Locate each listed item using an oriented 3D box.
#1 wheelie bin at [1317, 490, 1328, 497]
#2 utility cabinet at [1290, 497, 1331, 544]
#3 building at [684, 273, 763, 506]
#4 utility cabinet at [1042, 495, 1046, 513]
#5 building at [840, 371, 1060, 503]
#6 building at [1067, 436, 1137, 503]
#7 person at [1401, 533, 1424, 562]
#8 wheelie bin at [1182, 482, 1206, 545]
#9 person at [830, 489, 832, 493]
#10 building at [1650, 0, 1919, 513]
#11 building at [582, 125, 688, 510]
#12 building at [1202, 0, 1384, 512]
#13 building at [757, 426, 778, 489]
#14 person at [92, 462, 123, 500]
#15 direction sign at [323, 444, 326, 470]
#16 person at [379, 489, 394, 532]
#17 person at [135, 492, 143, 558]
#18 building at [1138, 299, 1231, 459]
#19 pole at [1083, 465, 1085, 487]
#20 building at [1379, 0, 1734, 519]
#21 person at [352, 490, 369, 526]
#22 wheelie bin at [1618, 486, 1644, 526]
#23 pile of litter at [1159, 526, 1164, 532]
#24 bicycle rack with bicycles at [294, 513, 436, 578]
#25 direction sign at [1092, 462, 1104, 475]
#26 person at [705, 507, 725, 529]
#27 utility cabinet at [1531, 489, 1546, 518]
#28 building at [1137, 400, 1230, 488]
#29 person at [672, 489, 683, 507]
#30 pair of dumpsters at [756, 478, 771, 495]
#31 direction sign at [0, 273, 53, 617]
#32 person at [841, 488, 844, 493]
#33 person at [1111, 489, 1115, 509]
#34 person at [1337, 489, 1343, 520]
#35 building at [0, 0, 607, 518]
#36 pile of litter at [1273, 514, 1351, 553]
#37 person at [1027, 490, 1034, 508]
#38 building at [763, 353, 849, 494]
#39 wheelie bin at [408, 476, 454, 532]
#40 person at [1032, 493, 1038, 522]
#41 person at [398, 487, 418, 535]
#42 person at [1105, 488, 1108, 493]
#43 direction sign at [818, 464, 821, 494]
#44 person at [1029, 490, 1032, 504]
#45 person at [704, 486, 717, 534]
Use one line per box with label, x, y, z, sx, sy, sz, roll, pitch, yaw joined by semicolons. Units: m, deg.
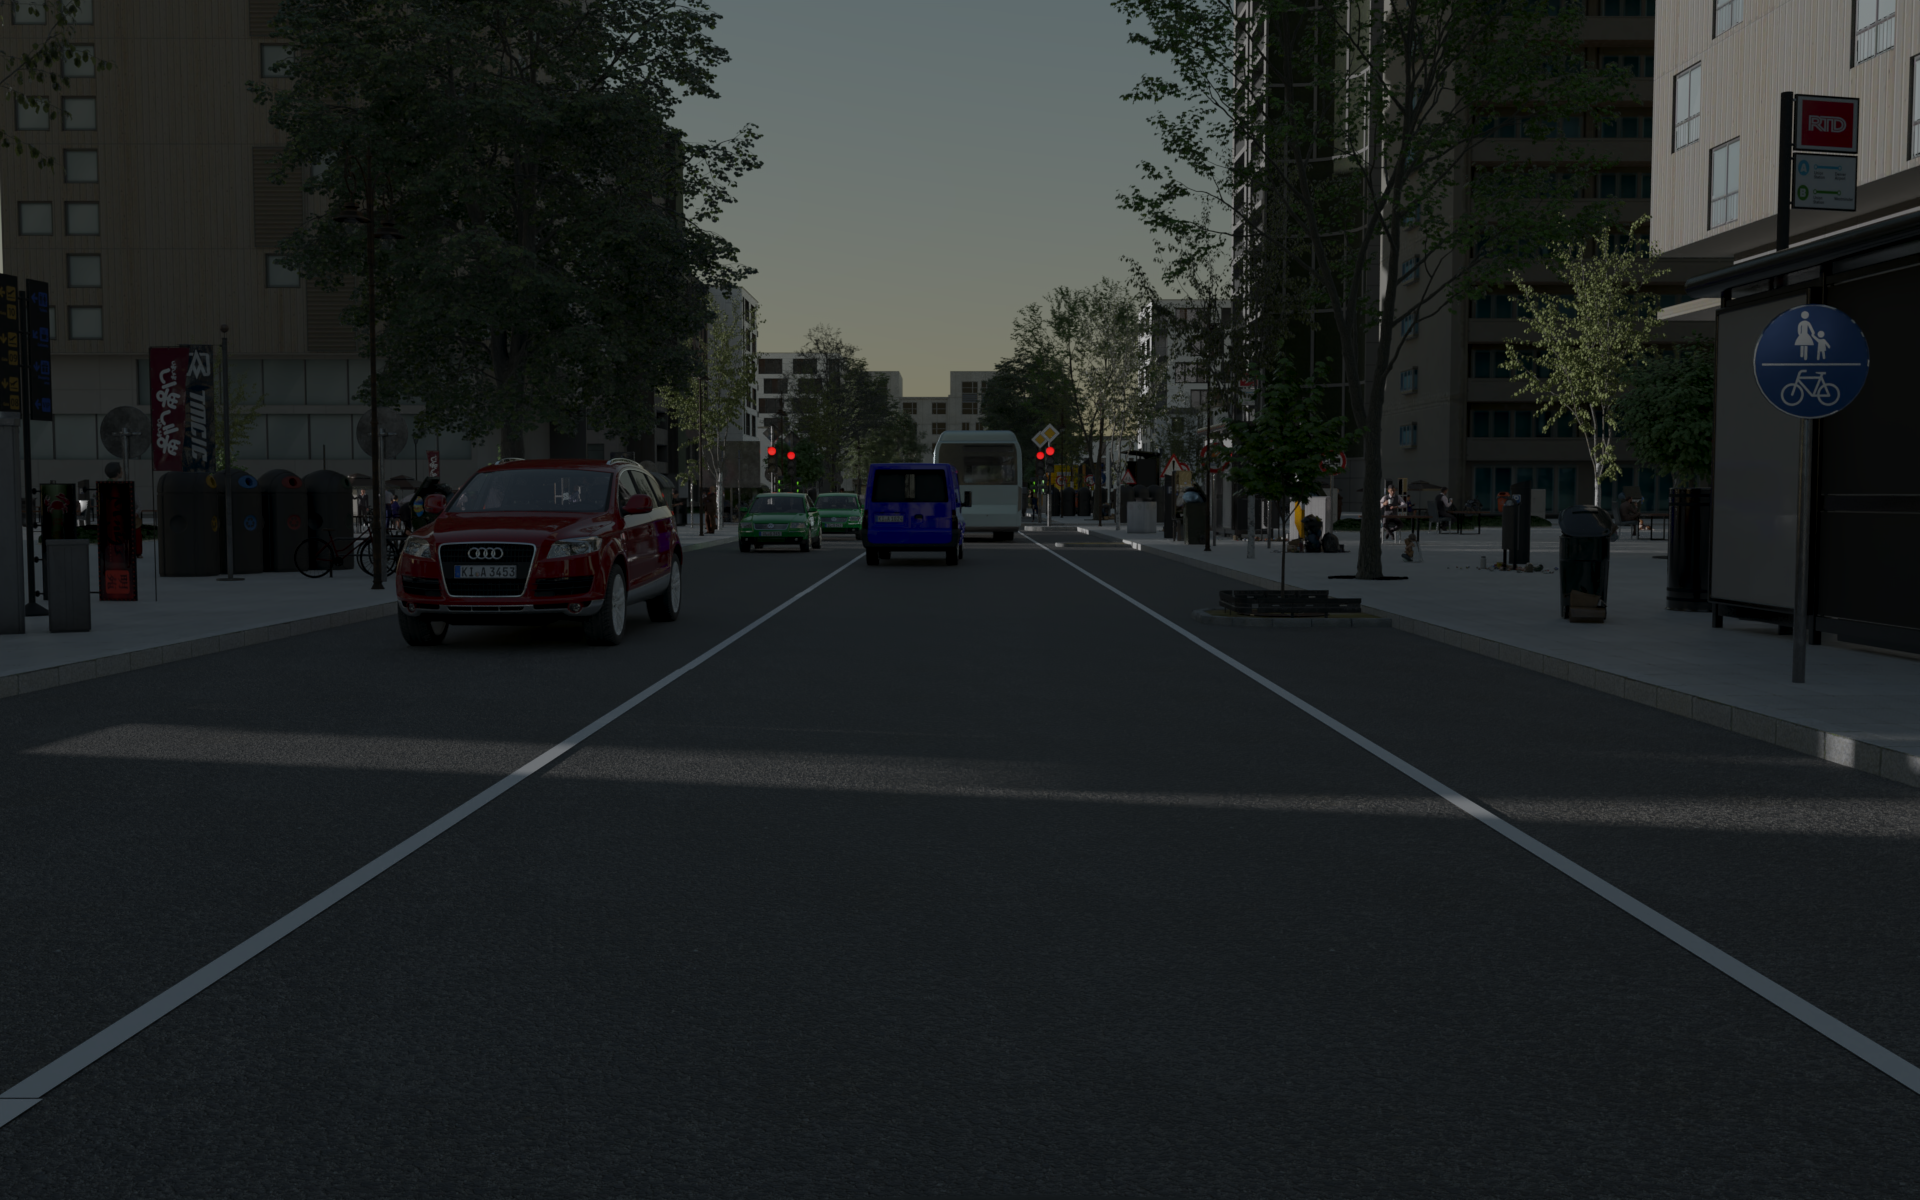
wheelie bin;13.780;-3.604;66.827;0.693;1.594;0.980;2;4;34
utility cabinet;9.027;-2.049;44.667;1.020;1.237;0.306;3;4;38
building;-35.315;-19.838;168.333;27.936;21.610;32.646;0;3;0
utility cabinet;5.834;-6.454;116.689;1.020;1.237;0.306;-3;4;-39
building;-1.429;-23.897;257.175;31.486;18.905;16.747;0;3;0
building;29.655;-19.086;254.208;28.070;9.664;9.099;0;3;0
person;8.547;-0.988;32.670;0.357;0.543;0.381;3;5;40
wheelie bin;5.978;-2.209;44.018;0.693;1.594;0.980;0;4;2
person;-11.239;-8.892;152.231;0.445;1.727;0.742;2;4;25
building;34.902;-27.568;39.980;28.713;52.752;27.495;0;3;0
building;-28.942;-22.041;132.068;14.160;30.474;14.107;0;3;0
building;30.078;-42.284;129.596;20.563;71.187;20.611;0;3;0
building;-36.653;-16.425;210.699;28.070;9.664;9.099;0;3;0
person;-11.983;-1.082;24.451;0.376;1.734;0.841;-2;4;-33
direction sign;-29.153;-5.352;79.497;0.379;3.537;0.876;-1;4;-17
person;-19.421;-3.070;58.455;0.614;1.554;0.590;0;4;-7
person;-16.539;-1.592;34.545;0.523;1.526;0.387;1;4;9
building;34.071;-21.657;198.059;27.936;21.610;32.646;0;3;0
pole;8.369;-7.529;116.946;0.158;3.312;0.155;0;3;0
building;35.312;-28.968;97.321;21.600;48.544;21.300;0;3;0
person;-25.023;-3.847;72.204;0.742;1.727;0.445;-3;5;-39
wheelie bin;26.649;-3.730;68.886;0.980;1.594;0.693;0;4;1
pile of litter;7.682;-2.768;59.214;1.719;0.858;1.176;1;4;16
bicycle rack with bicycles;-8.599;-0.851;27.304;2.925;0.926;2.852;0;4;4
direction sign;9.824;-8.054;123.681;0.876;3.537;0.379;0;4;-6
person;-8.873;-2.975;62.973;0.655;0.850;0.859;-2;4;-32
utility cabinet;26.399;-4.359;79.949;1.173;1.500;0.318;1;4;20
building;23.475;-13.820;168.104;9.099;9.664;28.070;0;3;0
person;-8.175;-2.383;48.190;0.799;1.438;0.628;-2;4;-26
pair of dumpsters;-12.030;-6.042;101.275;1.574;2.255;4.437;0;4;0
direction sign;-9.795;-1.602;18.185;0.379;3.537;0.876;0;4;5
person;-5.778;-4.661;85.418;0.576;1.737;0.504;0;4;-4
person;13.239;-8.728;149.436;0.565;1.739;0.600;0;4;1
person;18.439;-4.650;84.339;0.388;1.546;0.482;0;4;-2
building;-36.680;-31.400;102.627;28.713;52.752;27.495;0;3;0
pile of litter;7.698;-1.476;38.101;1.719;0.858;1.176;1;4;19
person;6.481;-9.051;154.545;1.217;1.766;0.721;0;4;-4
building;-33.685;-25.678;263.808;32.646;21.610;27.936;0;3;0
wheelie bin;-9.481;-1.425;31.209;0.693;1.594;0.980;0;4;3
person;3.887;-4.716;88.143;0.613;1.512;0.480;2;4;27
person;-12.184;-1.796;38.601;0.628;1.438;0.799;-1;4;-18
person;13.852;-9.709;164.785;0.705;1.824;1.348;0;4;3
direction sign;-8.239;-6.678;101.185;0.379;3.537;0.876;1;4;10
person;8.685;-12.690;213.531;0.705;1.823;1.348;1;4;14
person;-8.035;-2.905;55.810;0.388;1.546;0.482;-3;5;-39
